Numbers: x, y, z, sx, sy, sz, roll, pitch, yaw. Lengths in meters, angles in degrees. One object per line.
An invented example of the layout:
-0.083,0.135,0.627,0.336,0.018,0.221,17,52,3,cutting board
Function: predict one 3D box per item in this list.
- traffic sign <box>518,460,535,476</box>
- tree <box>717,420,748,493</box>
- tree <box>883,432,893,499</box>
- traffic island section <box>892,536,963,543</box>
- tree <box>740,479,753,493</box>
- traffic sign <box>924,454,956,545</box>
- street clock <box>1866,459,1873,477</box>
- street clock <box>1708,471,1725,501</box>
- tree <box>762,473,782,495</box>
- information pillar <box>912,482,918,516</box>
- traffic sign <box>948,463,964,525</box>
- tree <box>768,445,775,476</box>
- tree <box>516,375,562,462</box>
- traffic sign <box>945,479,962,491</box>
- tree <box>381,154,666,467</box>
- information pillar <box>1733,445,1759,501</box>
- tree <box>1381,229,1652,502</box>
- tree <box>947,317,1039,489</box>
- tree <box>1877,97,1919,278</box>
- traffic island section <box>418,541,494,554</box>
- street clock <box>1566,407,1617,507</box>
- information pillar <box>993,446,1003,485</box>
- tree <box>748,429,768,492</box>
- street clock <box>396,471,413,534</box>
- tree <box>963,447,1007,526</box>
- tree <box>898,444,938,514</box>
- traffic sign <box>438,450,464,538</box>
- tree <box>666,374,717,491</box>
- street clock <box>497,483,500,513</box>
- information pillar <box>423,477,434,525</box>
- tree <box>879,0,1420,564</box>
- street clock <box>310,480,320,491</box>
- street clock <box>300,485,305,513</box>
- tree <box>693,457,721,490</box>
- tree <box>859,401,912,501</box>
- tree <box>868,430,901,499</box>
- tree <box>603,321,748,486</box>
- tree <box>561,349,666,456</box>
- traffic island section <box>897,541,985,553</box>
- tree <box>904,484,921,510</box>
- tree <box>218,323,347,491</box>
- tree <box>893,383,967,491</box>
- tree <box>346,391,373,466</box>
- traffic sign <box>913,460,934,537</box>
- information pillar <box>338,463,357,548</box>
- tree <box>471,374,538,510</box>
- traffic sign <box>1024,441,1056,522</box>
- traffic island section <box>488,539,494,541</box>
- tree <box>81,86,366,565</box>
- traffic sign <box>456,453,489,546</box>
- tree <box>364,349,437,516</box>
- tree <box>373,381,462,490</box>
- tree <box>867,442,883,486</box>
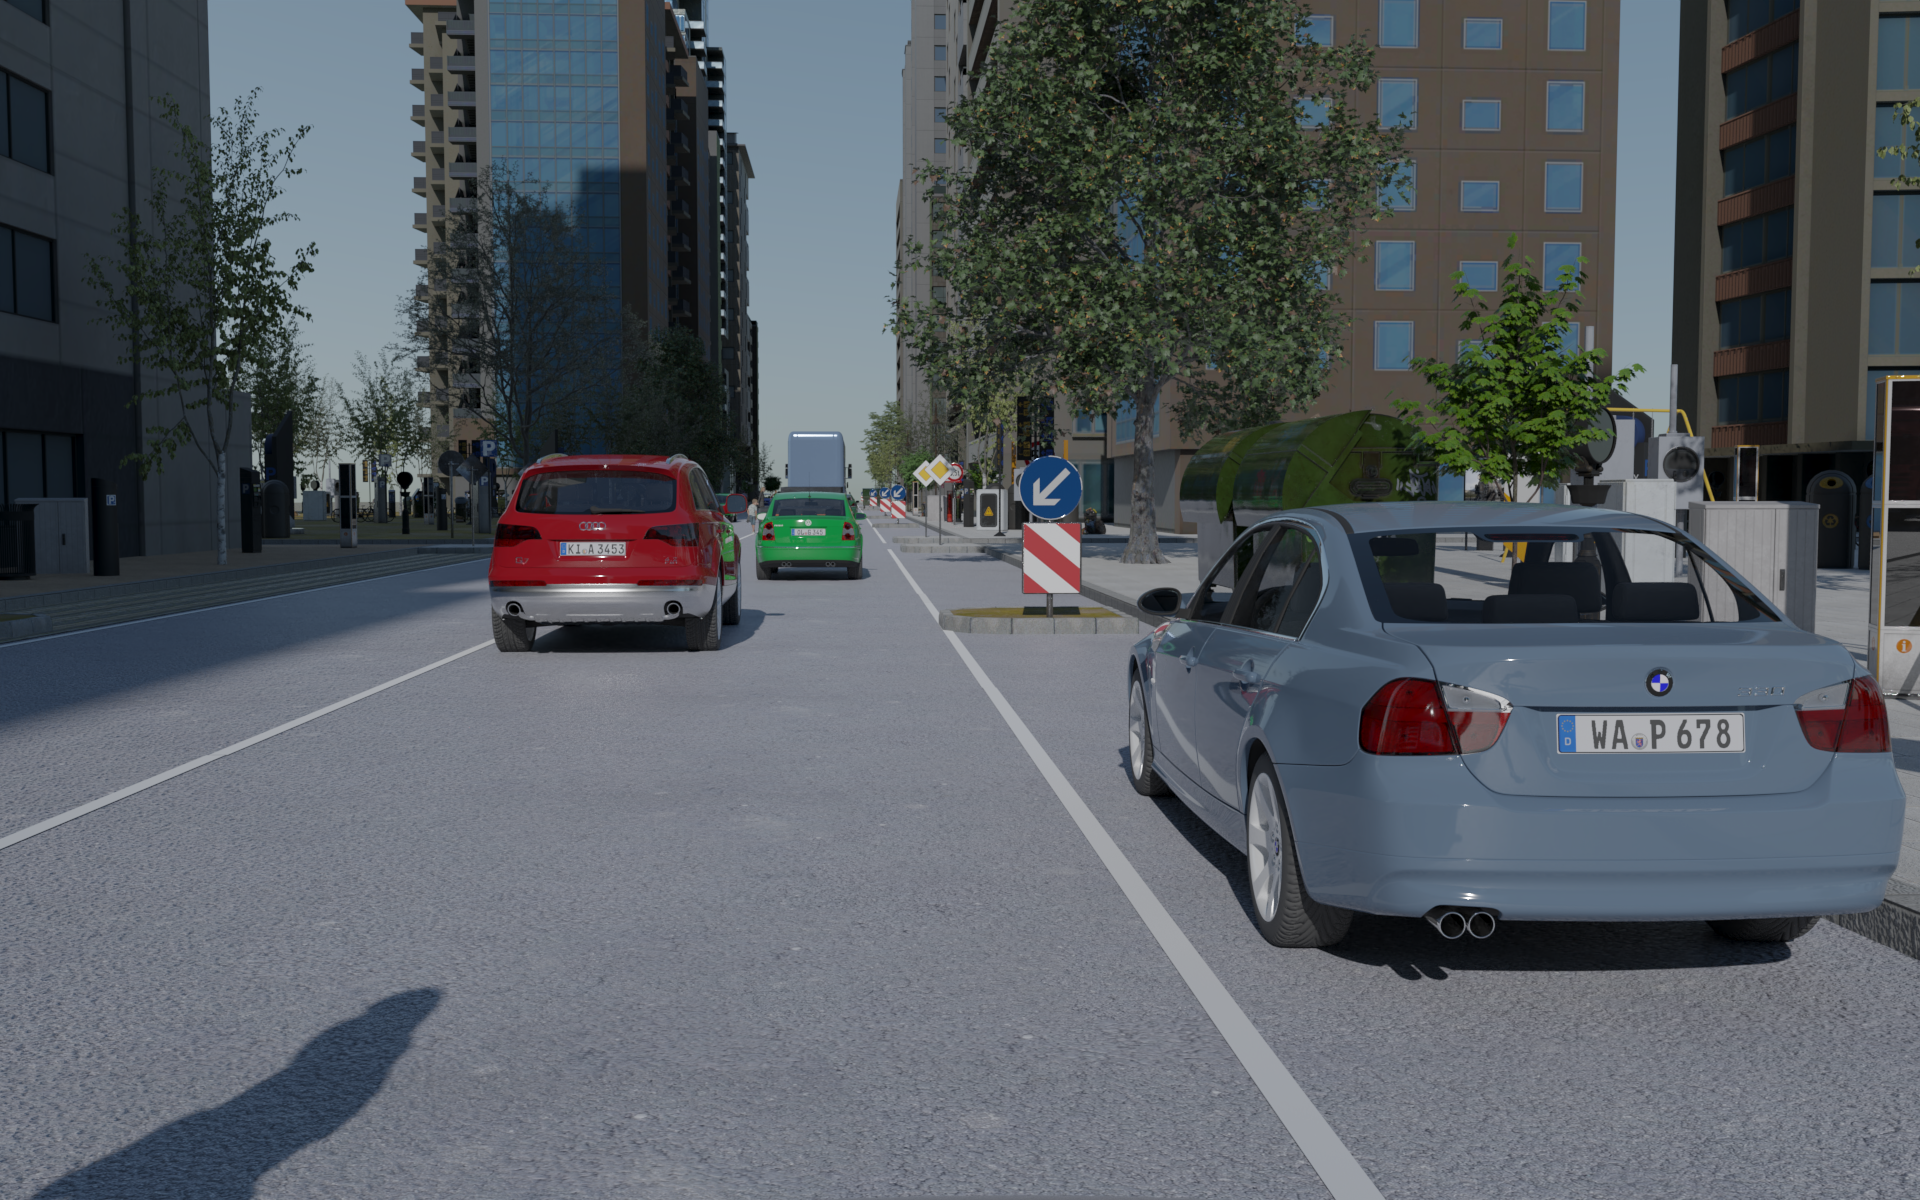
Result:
-12.533,-2.878,50.701,0.795,2.450,0.064,0,4,-4,traffic sign
-21.936,-12.620,156.698,4.360,8.622,3.978,0,3,0,tree
-3.390,-11.276,134.730,4.360,8.622,3.978,0,3,0,tree
-0.988,-1.787,51.493,2.009,0.180,2.903,0,4,-4,traffic island section
-24.935,-12.571,200.134,1.663,3.219,1.824,0,3,0,tree
-0.502,-2.434,43.445,0.795,2.450,0.064,0,4,-4,traffic sign
18.538,-1.857,34.931,0.358,2.002,0.471,-2,4,-33,street clock
23.849,-3.064,54.669,0.471,2.002,0.358,1,4,15,street clock
-28.813,-17.212,265.135,4.285,4.588,4.351,0,3,0,tree
-2.649,-6.001,102.601,0.304,2.012,0.304,-1,4,-13,information pillar
-0.227,-4.356,71.327,0.768,2.556,0.104,0,4,0,traffic sign
-27.607,-17.674,239.334,4.360,8.622,3.978,0,3,0,tree
-21.447,-8.776,93.852,4.360,8.622,3.978,0,3,0,tree
-0.359,-4.843,79.189,0.884,2.594,0.081,0,4,1,traffic sign
-16.158,-9.380,63.739,12.009,13.543,11.850,0,3,0,tree
11.884,-1.329,26.220,0.304,2.012,0.304,1,4,16,information pillar
4.088,-1.114,12.818,1.663,3.219,1.824,0,3,0,tree
1.124,-6.932,63.708,4.737,8.622,4.395,0,3,0,tree
12.066,-4.191,18.887,4.737,8.622,4.395,0,3,0,tree
-12.047,-1.255,42.792,2.009,0.180,2.903,0,4,-4,traffic island section
5.241,-0.605,14.461,0.471,2.002,0.358,-3,5,-39,street clock
1.586,-4.922,71.835,0.504,3.616,0.183,3,5,42,information pillar
-23.011,-14.114,181.122,4.360,8.622,3.978,0,3,0,tree
-17.731,-3.107,55.364,0.471,2.002,0.358,0,4,1,street clock
1.072,-4.607,69.919,1.663,3.219,1.824,0,3,0,tree
-2.435,-8.008,114.649,4.285,4.588,4.351,0,3,0,tree
-14.755,-3.067,50.259,0.768,2.556,0.104,0,4,-1,traffic sign
-17.875,-9.437,104.654,4.360,8.622,3.978,0,3,0,tree
-29.129,-6.373,108.773,0.471,2.002,0.358,-2,4,-28,street clock
-22.345,-4.180,72.842,0.304,2.012,0.304,2,4,30,information pillar
3.412,-7.014,31.688,9.611,12.733,9.660,0,3,0,tree
-33.892,-5.291,91.080,0.471,2.002,0.358,2,4,26,street clock
-44.503,-6.898,117.354,0.358,2.002,0.471,0,4,-6,street clock
-21.108,-9.688,142.115,4.285,4.588,4.351,0,3,0,tree
-8.339,-17.837,209.758,7.486,12.596,7.792,0,3,0,tree
-8.417,-15.140,197.900,4.737,8.622,4.395,0,3,0,tree
-18.826,-12.083,114.563,9.611,12.733,9.660,0,3,0,tree
-16.940,-8.235,85.006,4.360,8.622,3.978,0,3,0,tree
-0.479,-1.299,43.524,2.009,0.180,2.903,0,4,-4,traffic island section
-3.778,-9.011,141.929,1.663,3.219,1.824,0,3,0,tree
-28.942,-7.474,72.566,4.360,8.622,3.978,0,3,0,tree
-1.053,-9.555,106.583,4.360,8.622,3.978,0,3,0,tree
-39.066,-9.519,106.005,4.360,8.622,3.978,0,3,0,tree
-1.011,-2.922,51.414,0.795,2.450,0.064,0,4,-4,traffic sign
-14.548,-2.243,41.166,0.304,2.012,0.304,0,4,5,information pillar
-27.476,-9.442,104.731,4.737,8.622,4.395,0,3,0,tree
1.887,-2.515,41.226,0.768,2.556,0.104,0,4,-3,traffic sign
-12.556,-1.742,50.761,2.009,0.180,2.903,0,4,-4,traffic island section
-13.595,-4.963,31.500,4.737,8.622,4.395,0,3,0,tree
-12.024,-2.391,42.732,0.795,2.450,0.064,0,4,-4,traffic sign
-29.230,-8.353,86.933,4.737,8.622,4.395,0,3,0,tree
-34.611,-9.881,111.917,4.360,8.622,3.978,0,3,0,tree
-10.145,-16.969,227.808,4.360,8.622,3.978,0,3,0,tree
